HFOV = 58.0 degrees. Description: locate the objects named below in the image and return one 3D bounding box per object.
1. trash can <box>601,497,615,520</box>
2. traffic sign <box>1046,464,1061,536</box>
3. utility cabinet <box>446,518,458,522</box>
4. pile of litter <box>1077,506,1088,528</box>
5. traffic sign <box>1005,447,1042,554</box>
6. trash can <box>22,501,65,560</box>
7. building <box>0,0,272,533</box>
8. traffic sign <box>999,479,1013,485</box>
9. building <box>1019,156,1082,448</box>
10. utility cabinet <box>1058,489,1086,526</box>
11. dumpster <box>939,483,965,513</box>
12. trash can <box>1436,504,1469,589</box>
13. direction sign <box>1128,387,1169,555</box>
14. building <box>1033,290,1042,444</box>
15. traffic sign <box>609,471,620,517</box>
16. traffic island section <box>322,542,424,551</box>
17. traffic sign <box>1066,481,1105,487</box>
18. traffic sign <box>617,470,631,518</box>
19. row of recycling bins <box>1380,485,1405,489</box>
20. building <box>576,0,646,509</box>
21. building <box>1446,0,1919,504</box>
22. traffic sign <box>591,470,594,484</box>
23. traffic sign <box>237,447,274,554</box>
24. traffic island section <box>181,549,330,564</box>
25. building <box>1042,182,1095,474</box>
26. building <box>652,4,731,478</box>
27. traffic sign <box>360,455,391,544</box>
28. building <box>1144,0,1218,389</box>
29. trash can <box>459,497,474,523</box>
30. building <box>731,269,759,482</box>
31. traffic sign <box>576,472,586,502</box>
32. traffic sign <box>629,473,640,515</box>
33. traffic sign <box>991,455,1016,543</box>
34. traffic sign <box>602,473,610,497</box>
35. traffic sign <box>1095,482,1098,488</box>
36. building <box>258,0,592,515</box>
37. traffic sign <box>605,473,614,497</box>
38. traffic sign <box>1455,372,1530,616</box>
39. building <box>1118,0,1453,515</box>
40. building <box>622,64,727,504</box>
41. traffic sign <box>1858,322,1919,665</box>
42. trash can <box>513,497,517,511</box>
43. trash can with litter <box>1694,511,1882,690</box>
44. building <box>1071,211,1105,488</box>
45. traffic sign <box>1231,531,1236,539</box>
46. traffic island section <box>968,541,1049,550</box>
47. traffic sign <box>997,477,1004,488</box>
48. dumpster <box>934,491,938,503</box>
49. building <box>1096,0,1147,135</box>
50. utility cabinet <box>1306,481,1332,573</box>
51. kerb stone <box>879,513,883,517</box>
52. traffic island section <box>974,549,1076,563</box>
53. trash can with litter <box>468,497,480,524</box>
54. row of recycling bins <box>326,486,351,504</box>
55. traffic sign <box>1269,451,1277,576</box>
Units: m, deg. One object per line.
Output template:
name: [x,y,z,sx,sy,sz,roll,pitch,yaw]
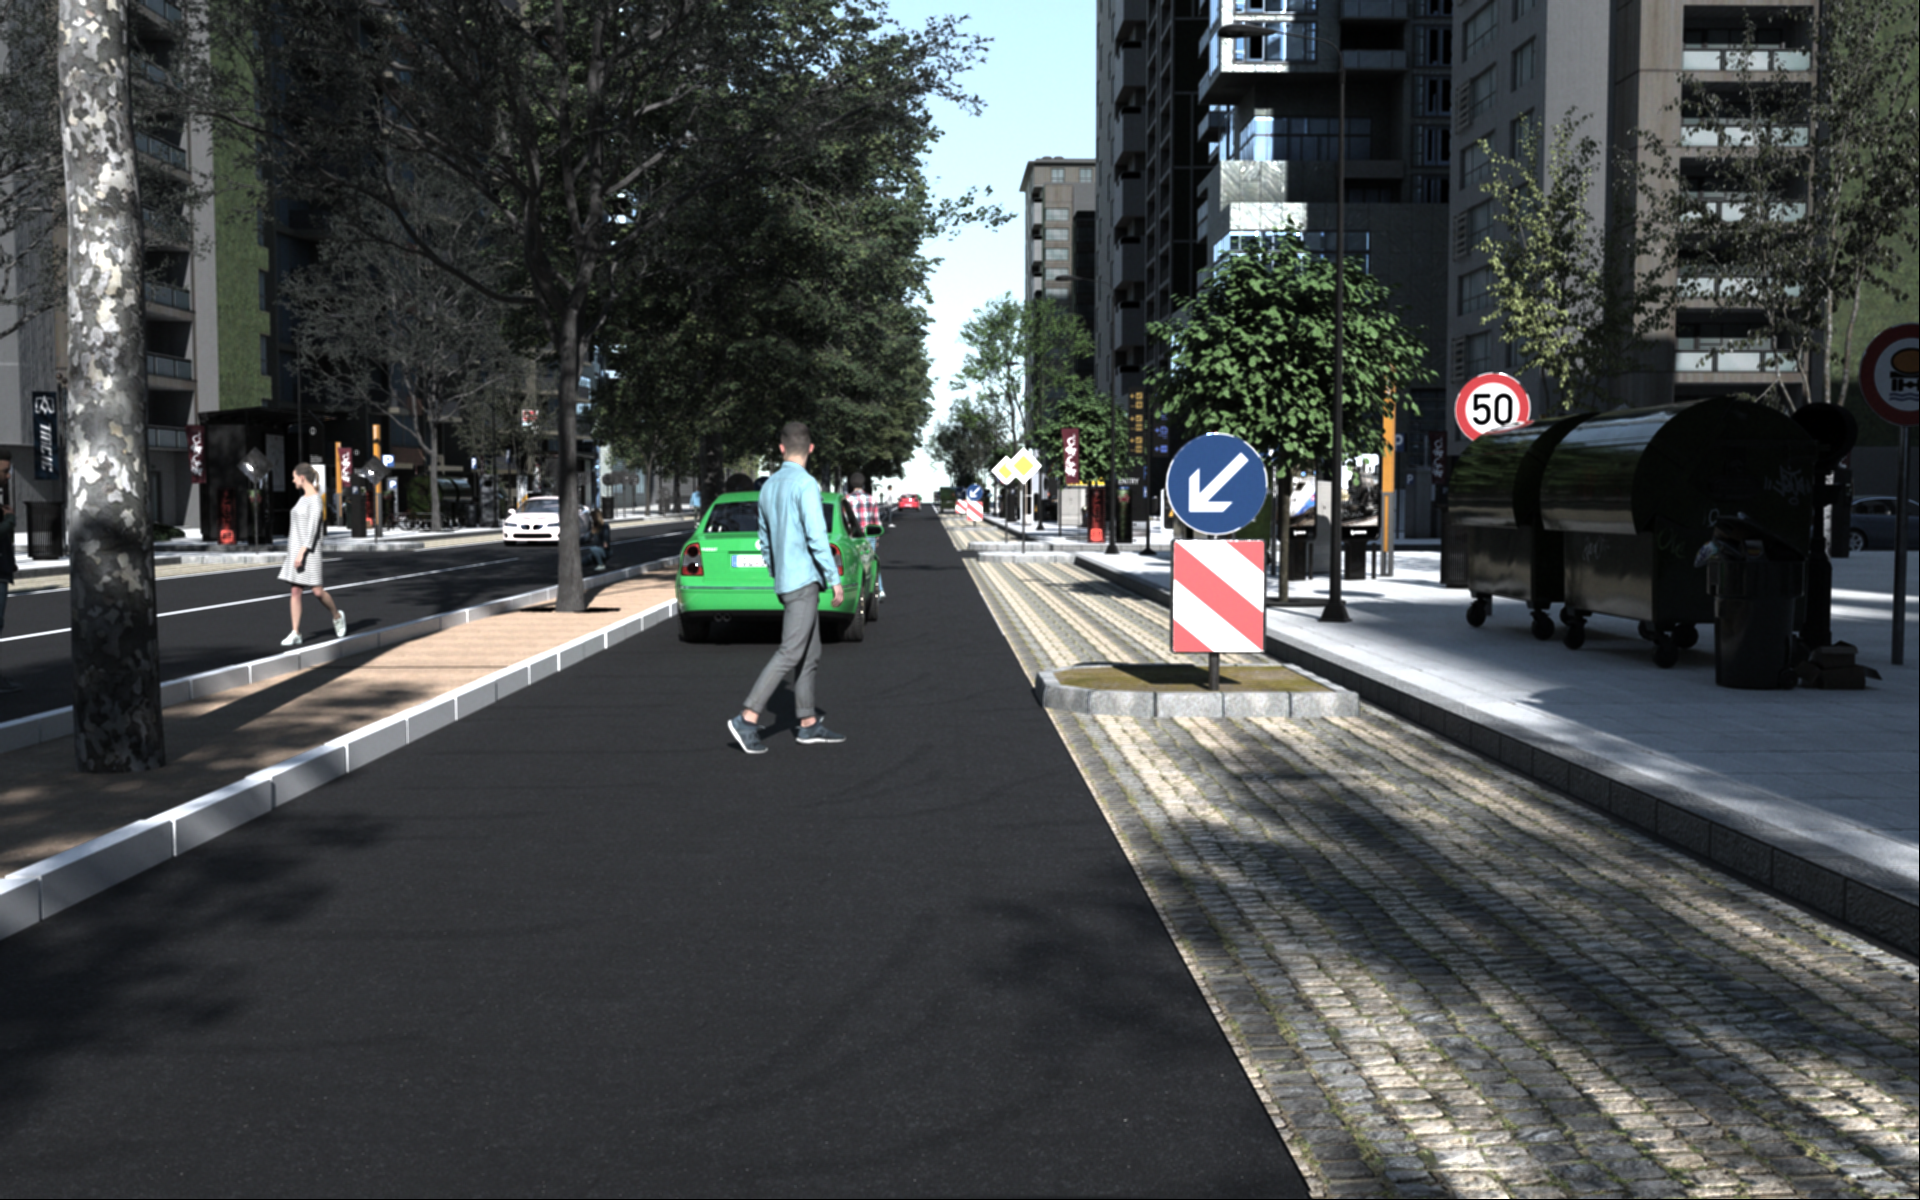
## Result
trash can: [-17.754,-4.626,87.288,0.748,1.137,0.748,0,3,0]
traffic sign: [3.044,-3.220,52.649,0.884,2.594,0.081,0,4,5]
utility cabinet: [-23.781,-4.259,80.797,0.306,1.237,1.020,-3,5,-44]
pile of litter: [5.049,-3.172,65.834,1.176,0.858,1.719,0,4,4]
traffic sign: [1.361,-2.049,37.148,0.795,2.450,0.064,0,4,-1]
trash can: [-17.775,-1.345,33.636,0.748,1.137,0.748,0,3,0]
building: [-34.251,-23.081,60.975,14.154,41.232,14.086,0,4,-1]
traffic sign: [2.525,-5.778,94.576,0.768,2.556,0.104,0,4,7]
building: [24.046,-41.387,265.919,28.713,52.752,27.495,0,4,-1]
utility cabinet: [4.457,-3.706,69.264,1.173,1.500,0.318,3,5,41]
dumpster: [-0.598,-7.825,132.884,1.985,2.255,1.502,0,4,-2]
trash can: [6.866,-0.731,23.603,0.748,1.137,0.748,0,3,0]
direction sign: [3.980,-2.727,36.577,0.876,3.537,0.379,1,4,20]
building: [17.245,-28.961,245.210,14.160,30.474,14.107,0,4,-1]
traffic sign: [-18.858,-5.803,94.985,0.768,2.556,0.104,0,4,7]
traffic island section: [-15.159,-1.383,44.896,2.009,0.180,2.903,0,4,-1]
traffic sign: [4.664,-3.907,57.759,2.265,3.308,0.079,0,4,8]
traffic sign: [-18.105,-5.705,93.386,0.768,2.556,0.104,0,4,2]
row of recycling bins: [19.224,-4.227,76.218,3.534,1.692,1.069,1,4,23]
building: [-41.537,-51.963,162.265,22.319,86.520,31.000,0,4,-1]
building: [27.175,-23.281,64.232,14.086,41.232,14.154,0,4,-1]
traffic sign: [-19.563,-5.581,91.349,0.768,2.556,0.104,0,4,4]
traffic sign: [-14.980,-2.031,36.852,0.795,2.450,0.064,0,4,-1]
traffic island section: [-15.004,-0.895,36.913,2.009,0.180,2.903,0,4,-1]
building: [17.718,-33.383,229.410,14.154,41.232,14.086,0,4,-1]
building: [-42.037,-49.737,251.448,20.563,71.187,20.611,0,4,-1]
traffic sign: [-15.136,-2.519,44.835,0.795,2.450,0.064,0,4,-1]
building: [23.503,-42.437,132.102,20.563,71.187,20.611,0,4,-1]
trash can: [-20.771,-3.745,72.876,0.748,1.137,0.748,0,3,0]
building: [-39.145,-35.876,270.161,14.154,41.232,14.086,0,4,-1]
traffic sign: [-17.543,-4.759,79.936,0.606,2.300,0.079,0,4,2]
traffic sign: [-20.076,-6.507,106.495,0.768,2.556,0.104,0,4,2]
traffic sign: [1.206,-2.538,45.131,0.795,2.450,0.064,0,4,-1]
traffic sign: [-21.671,-6.515,106.631,0.768,2.556,0.104,0,4,2]
traffic sign: [4.283,-3.324,54.455,0.768,2.556,0.104,1,4,8]
building: [-41.123,-29.299,133.664,22.147,44.769,28.867,0,4,-1]
traffic sign: [-21.388,-6.496,106.316,0.768,2.556,0.104,0,4,2]
traffic sign: [5.585,-1.109,18.244,0.768,2.556,0.104,1,4,8]
building: [22.071,-48.068,98.582,22.319,86.520,31.000,0,4,-1]
building: [-42.866,-41.924,227.448,21.231,58.520,28.212,0,4,-1]
traffic sign: [7.063,-0.787,12.974,0.768,2.556,0.104,0,4,0]
trash can: [-21.376,-4.437,84.198,0.748,1.137,0.748,0,3,0]
trash can with litter: [5.512,-0.010,11.547,1.055,1.170,0.624,0,4,0]
building: [18.345,-24.889,178.630,14.160,30.474,14.107,0,4,-1]
traffic sign: [4.329,-1.667,27.366,0.768,2.556,0.104,0,4,7]
traffic island section: [1.229,-1.402,45.209,2.009,0.180,2.903,0,4,-1]
traffic sign: [2.391,-5.793,94.820,0.768,2.556,0.104,0,4,0]
dumpster: [-3.312,-16.325,275.132,1.865,1.857,1.264,0,4,1]
building: [26.865,-34.710,156.742,28.713,52.752,27.495,0,4,-1]
utility cabinet: [5.698,-1.179,27.952,0.318,1.500,1.173,3,5,40]
kerb stone: [-5.347,-5.897,118.615,0.120,0.150,1.000,0,4,-1]
traffic island section: [1.385,-0.914,37.225,2.009,0.180,2.903,0,4,-1]
trash can with litter: [-20.969,-3.899,75.142,0.624,1.170,1.055,0,4,-6]
row of recycling bins: [-28.287,-4.184,75.526,3.534,1.692,1.069,-1,4,-15]
traffic sign: [4.929,-1.655,27.168,0.768,2.556,0.104,0,4,1]
